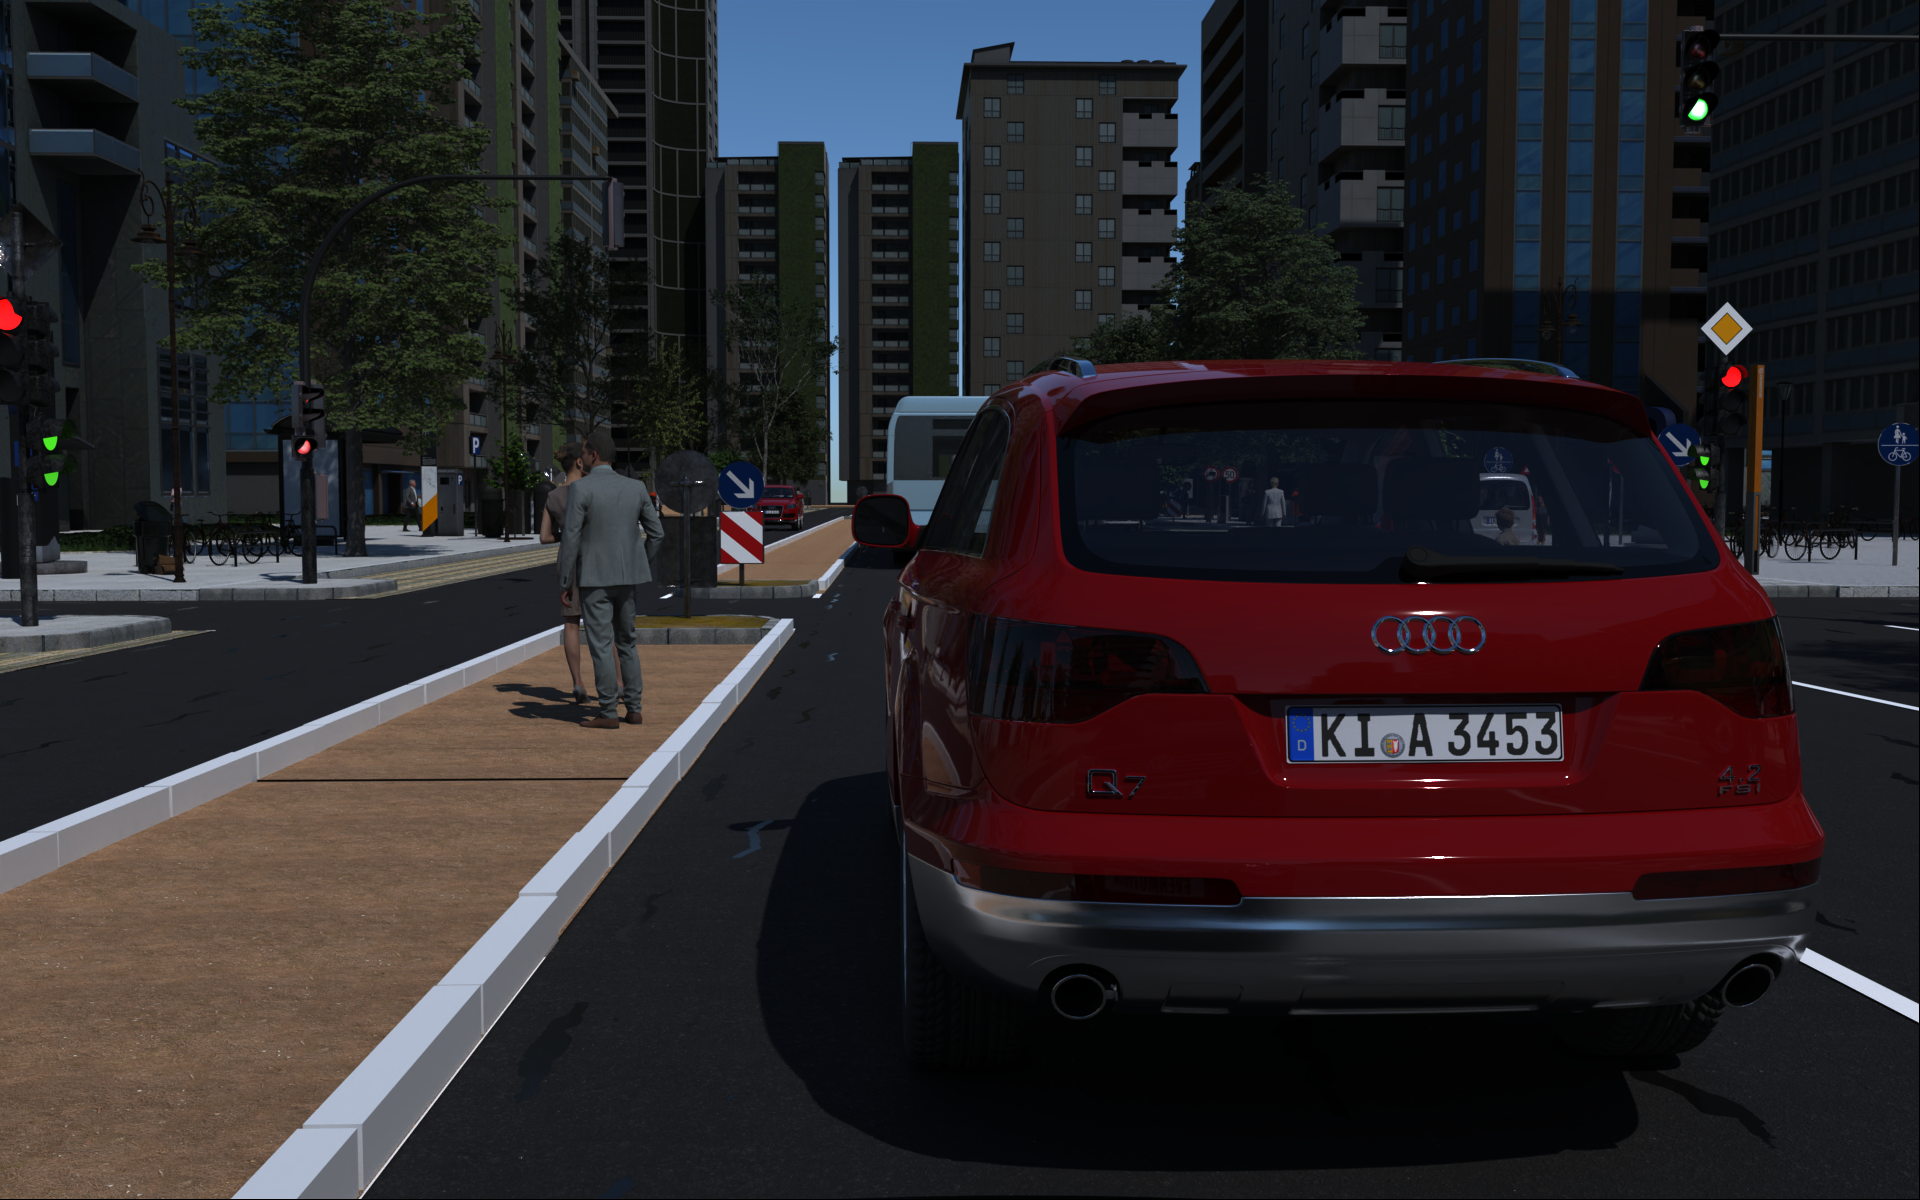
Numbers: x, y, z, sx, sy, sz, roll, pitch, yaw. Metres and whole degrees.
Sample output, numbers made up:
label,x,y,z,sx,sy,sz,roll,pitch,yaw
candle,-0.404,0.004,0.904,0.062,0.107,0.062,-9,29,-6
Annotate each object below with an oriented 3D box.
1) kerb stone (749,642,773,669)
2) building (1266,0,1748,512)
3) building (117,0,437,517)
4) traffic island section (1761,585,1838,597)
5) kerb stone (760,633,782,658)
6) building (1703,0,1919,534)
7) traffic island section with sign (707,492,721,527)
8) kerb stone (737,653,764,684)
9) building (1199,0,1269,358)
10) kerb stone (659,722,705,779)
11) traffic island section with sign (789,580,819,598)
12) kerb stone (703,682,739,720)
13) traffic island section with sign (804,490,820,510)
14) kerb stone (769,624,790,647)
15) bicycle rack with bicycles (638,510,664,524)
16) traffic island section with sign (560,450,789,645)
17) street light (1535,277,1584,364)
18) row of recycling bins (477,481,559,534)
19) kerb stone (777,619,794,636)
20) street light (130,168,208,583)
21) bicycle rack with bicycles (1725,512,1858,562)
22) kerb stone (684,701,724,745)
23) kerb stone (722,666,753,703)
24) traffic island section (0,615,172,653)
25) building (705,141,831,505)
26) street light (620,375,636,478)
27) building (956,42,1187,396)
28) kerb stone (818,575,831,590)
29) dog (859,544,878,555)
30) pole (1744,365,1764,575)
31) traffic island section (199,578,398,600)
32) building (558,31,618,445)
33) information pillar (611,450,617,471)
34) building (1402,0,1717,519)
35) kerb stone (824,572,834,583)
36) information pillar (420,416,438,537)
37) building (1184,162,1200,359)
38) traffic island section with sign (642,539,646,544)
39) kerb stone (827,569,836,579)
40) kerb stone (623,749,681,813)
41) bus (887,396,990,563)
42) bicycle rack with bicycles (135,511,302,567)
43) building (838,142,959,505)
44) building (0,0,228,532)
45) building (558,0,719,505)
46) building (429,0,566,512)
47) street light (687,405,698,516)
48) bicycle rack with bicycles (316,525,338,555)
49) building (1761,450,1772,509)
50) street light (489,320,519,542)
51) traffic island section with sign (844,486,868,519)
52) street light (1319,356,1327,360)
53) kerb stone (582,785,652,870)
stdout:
label,x,y,z,sx,sy,sz,roll,pitch,yaw
kerb stone,-1.654,0.486,14.256,0.120,0.150,1.000,0,4,-2
building,38.609,-32.914,127.382,28.713,52.752,27.495,0,4,-2
building,-34.063,-26.434,82.302,14.600,45.320,14.200,0,4,-2
traffic island section,11.194,-0.198,25.526,2.009,0.180,2.903,0,4,-2
kerb stone,-1.690,0.424,15.277,0.120,0.150,1.000,0,4,-2
building,40.011,-22.206,54.944,23.993,40.220,32.217,0,4,-2
traffic island section with sign,-10.798,-4.143,76.360,1.989,1.847,2.006,0,4,-2
kerb stone,-1.616,0.548,13.235,0.120,0.150,1.000,0,4,-2
building,33.404,-32.302,151.847,21.300,48.544,21.600,0,4,-2
kerb stone,-1.474,0.800,9.142,0.120,0.150,1.000,0,4,-2
traffic island section with sign,-3.053,-1.013,24.694,2.006,1.907,1.989,0,4,-2
kerb stone,-1.551,0.673,11.188,0.120,0.150,1.000,0,4,-2
traffic island section with sign,-13.501,-8.907,154.250,1.989,1.847,2.006,0,4,-2
kerb stone,-1.720,0.361,16.299,0.120,0.150,1.000,0,4,-2
bicycle rack with bicycles,-13.903,-3.670,73.380,2.925,0.926,2.852,1,4,11
traffic island section with sign,-2.806,-0.560,17.291,2.006,1.907,1.989,0,4,-2
street light,12.761,-3.928,37.008,0.468,5.910,1.993,0,4,-2
row of recycling bins,-13.665,-2.957,55.461,3.534,1.692,1.069,0,4,-5
kerb stone,-1.757,0.298,17.324,0.120,0.150,1.000,0,4,-2
street light,-11.344,-3.193,24.995,0.468,5.910,1.993,0,4,-2
bicycle rack with bicycles,16.099,-1.266,34.078,2.925,0.926,2.852,-2,4,-35
kerb stone,-1.513,0.742,10.167,0.120,0.150,1.000,0,4,-2
kerb stone,-1.579,0.611,12.210,0.120,0.150,1.000,0,4,-2
traffic island section,-9.058,0.333,16.841,2.009,0.180,2.903,0,4,-2
building,-22.451,-31.813,203.744,14.086,41.232,14.154,0,4,-2
street light,-12.838,-5.770,67.124,0.468,5.910,1.993,0,4,-2
building,13.695,-38.067,211.632,27.495,52.752,28.713,0,4,-2
kerb stone,-2.070,-0.240,26.112,0.120,0.150,1.000,0,4,-2
dog,-2.147,-1.325,40.952,0.540,0.507,0.406,-3,5,-42
pole,12.606,-2.058,27.489,0.158,3.312,0.155,0,3,0
traffic island section,-9.335,-0.155,24.821,2.009,0.180,2.903,0,4,-2
building,-41.865,-27.652,143.991,23.993,40.220,32.217,0,4,-2
information pillar,-18.279,-6.118,91.378,0.504,3.616,0.183,2,4,33
building,32.989,-27.131,93.706,14.600,45.320,14.200,0,4,-2
kerb stone,-2.090,-0.302,27.136,0.120,0.150,1.000,0,4,-2
information pillar,-15.897,-3.697,51.793,0.504,3.616,0.183,-3,5,-42
building,34.683,-31.990,206.638,14.086,41.232,14.154,0,4,-2
traffic island section with sign,-9.863,-2.495,49.421,1.989,1.847,2.006,0,4,-2
kerb stone,-2.129,-0.365,28.158,0.120,0.150,1.000,0,4,-2
kerb stone,-1.445,0.861,8.118,0.120,0.150,1.000,0,4,-2
bus,-0.257,-2.710,39.169,2.948,3.499,13.247,0,4,-1
bicycle rack with bicycles,-13.796,-1.098,31.340,2.852,0.926,2.925,0,4,3
building,-7.275,-31.822,203.877,14.086,41.232,14.154,0,4,-2
building,-37.702,-45.118,50.358,22.319,86.520,31.000,0,4,-2
building,-39.893,-46.912,205.256,20.611,71.187,20.563,0,4,-2
building,-35.795,-26.670,119.648,14.154,41.232,14.086,0,4,-2
street light,-13.568,-7.057,88.170,0.468,5.910,1.993,0,4,-2
bicycle rack with bicycles,-14.351,-1.393,36.159,2.925,0.926,2.852,2,4,35
building,60.680,-51.323,151.807,31.000,86.520,22.319,0,4,-2
street light,-12.097,-4.483,46.079,0.468,5.910,1.993,0,4,-2
traffic island section with sign,-5.666,-5.606,99.787,2.006,1.907,1.989,0,4,-2
street light,12.027,-5.215,58.053,0.468,5.910,1.993,0,4,-2
kerb stone,-1.407,0.928,7.097,0.120,0.150,1.000,0,4,-2
